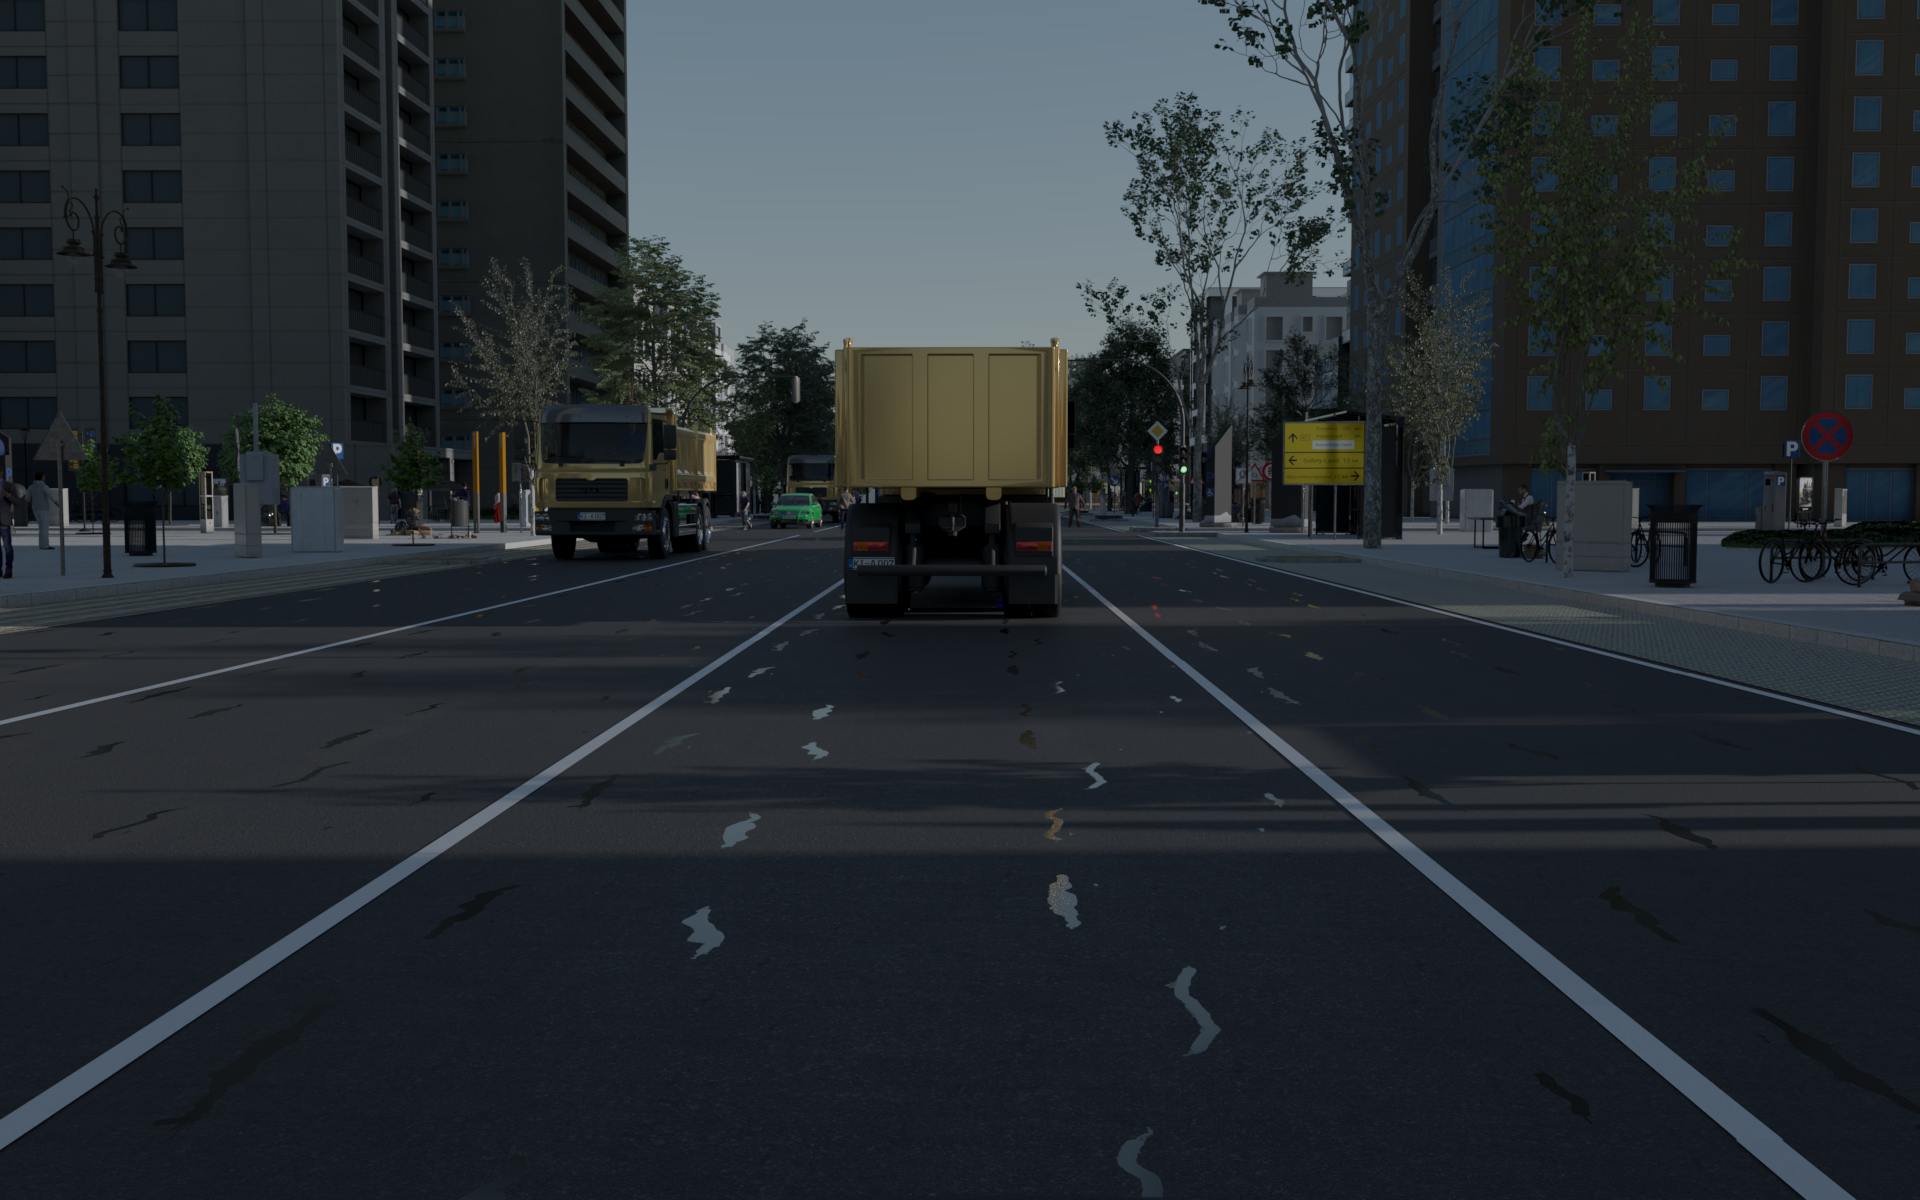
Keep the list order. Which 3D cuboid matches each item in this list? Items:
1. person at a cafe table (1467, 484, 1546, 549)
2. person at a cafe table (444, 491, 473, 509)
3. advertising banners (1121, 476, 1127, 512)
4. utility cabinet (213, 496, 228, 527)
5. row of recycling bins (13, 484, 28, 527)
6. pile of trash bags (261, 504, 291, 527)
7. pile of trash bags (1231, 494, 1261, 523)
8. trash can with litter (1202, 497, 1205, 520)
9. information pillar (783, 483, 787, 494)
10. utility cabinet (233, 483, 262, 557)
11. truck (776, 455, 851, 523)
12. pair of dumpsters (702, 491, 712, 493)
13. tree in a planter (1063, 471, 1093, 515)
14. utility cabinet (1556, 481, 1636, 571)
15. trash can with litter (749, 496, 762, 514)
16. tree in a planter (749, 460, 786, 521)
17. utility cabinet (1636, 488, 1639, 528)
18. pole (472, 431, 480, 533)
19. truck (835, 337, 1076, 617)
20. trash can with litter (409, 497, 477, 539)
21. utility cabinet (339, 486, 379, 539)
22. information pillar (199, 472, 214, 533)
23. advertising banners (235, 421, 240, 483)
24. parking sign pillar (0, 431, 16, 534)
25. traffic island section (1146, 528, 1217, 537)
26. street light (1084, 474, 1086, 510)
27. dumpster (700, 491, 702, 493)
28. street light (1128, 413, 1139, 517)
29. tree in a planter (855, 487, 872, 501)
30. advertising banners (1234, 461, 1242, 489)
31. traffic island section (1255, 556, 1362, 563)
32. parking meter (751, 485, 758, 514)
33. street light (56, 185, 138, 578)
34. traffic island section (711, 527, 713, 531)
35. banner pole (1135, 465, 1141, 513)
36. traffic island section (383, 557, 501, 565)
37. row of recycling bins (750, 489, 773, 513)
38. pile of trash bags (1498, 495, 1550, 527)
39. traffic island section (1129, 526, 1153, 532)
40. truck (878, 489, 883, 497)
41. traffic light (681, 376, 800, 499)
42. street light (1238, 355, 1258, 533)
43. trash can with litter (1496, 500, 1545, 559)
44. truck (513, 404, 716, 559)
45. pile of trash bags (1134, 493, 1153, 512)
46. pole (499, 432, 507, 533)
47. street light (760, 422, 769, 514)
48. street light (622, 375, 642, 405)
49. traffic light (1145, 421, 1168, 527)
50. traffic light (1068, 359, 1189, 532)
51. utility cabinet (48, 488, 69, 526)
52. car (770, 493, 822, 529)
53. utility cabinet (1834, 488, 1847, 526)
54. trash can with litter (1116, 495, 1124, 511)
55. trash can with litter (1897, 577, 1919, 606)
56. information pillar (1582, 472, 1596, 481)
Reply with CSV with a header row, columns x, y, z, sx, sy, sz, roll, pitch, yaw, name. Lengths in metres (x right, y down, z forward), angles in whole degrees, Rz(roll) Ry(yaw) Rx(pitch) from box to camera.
x,y,z,sx,sy,sz,roll,pitch,yaw,name
12.946,-1.978,40.863,1.622,1.524,1.698,0,4,6,person at a cafe table
-25.832,-4.957,89.568,1.622,1.524,1.698,-1,4,-10,person at a cafe table
11.496,-7.592,120.314,0.090,3.025,2.074,-1,4,-9,advertising banners
-28.761,-3.423,67.120,1.020,1.237,0.306,3,4,39,utility cabinet
-38.521,-3.748,68.385,3.534,1.692,1.069,0,4,6,row of recycling bins
-26.258,-3.617,68.885,3.447,1.369,1.912,0,4,0,pile of trash bags
12.514,-4.215,78.670,1.912,1.369,3.447,-1,4,-8,pile of trash bags
11.637,-4.432,83.853,0.624,1.170,1.055,1,4,9,trash can with litter
-11.706,-6.819,115.990,0.304,2.012,0.304,0,4,4,information pillar
-14.439,-1.617,35.125,0.318,1.500,1.173,-2,4,-33,utility cabinet
-7.200,-5.664,88.529,3.469,3.379,9.791,0,4,1,truck
-16.585,-6.639,111.034,1.574,2.255,4.437,0,4,1,pair of dumpsters
8.036,-7.393,118.100,1.991,3.239,1.994,0,4,0,tree in a planter
10.552,-1.232,28.828,0.318,1.500,1.173,-3,5,-43,utility cabinet
-13.460,-6.193,112.650,1.055,1.170,0.624,-2,4,-26,trash can with litter
-10.133,-5.757,91.344,1.991,3.239,1.994,0,4,0,tree in a planter
25.272,-3.495,65.819,0.318,1.500,1.173,-1,4,-16,utility cabinet
-15.768,-3.827,56.420,0.158,3.312,0.155,0,3,0,pole
0.012,-1.703,23.762,3.469,3.379,9.791,0,4,1,truck
-14.845,-2.379,49.950,2.233,1.210,1.678,-2,4,-35,trash can with litter
-17.019,-2.455,48.825,1.173,1.500,0.318,1,4,12,utility cabinet
-24.631,-3.187,56.605,0.304,2.012,0.304,2,4,29,information pillar
-17.014,-2.750,41.154,0.090,3.025,2.074,-2,4,-30,advertising banners
-31.395,-4.129,55.980,1.447,3.967,1.447,0,4,-2,parking sign pillar
7.517,-2.222,58.604,2.009,0.180,2.903,0,4,0,traffic island section
10.219,-10.304,141.250,0.468,5.910,1.993,0,4,0,street light
-14.685,-5.403,94.097,1.264,1.857,1.865,0,4,1,dumpster
9.887,-7.712,98.873,0.468,5.910,1.993,0,4,0,street light
-9.477,-10.475,168.496,1.991,3.239,1.994,0,4,0,tree in a planter
14.212,-5.864,92.057,2.074,3.025,0.090,-3,4,-36,advertising banners
7.322,-0.851,36.778,1.991,0.108,1.994,0,4,0,traffic island section
-13.065,-6.393,110.229,0.255,1.863,0.399,-3,5,-42,parking meter
-13.055,-3.276,26.351,0.468,5.910,1.993,0,4,0,street light
-10.675,-2.720,66.750,2.009,0.180,2.903,0,4,0,traffic island section
12.067,-7.792,117.418,0.401,3.779,0.863,2,4,32,banner pole
-10.619,-0.794,35.842,1.991,0.108,1.994,0,4,0,traffic island section
-14.313,-6.664,116.077,3.534,1.692,1.069,0,4,2,row of recycling bins
21.893,-3.638,69.234,3.447,1.369,1.912,3,4,38,pile of trash bags
7.586,-2.710,66.589,2.009,0.180,2.903,0,4,0,traffic island section
-6.588,-11.164,172.297,2.967,4.110,18.799,0,4,1,truck
-8.542,-5.625,66.632,4.771,5.953,1.251,0,4,0,traffic light
9.543,-5.182,57.518,0.468,5.910,1.993,0,4,0,street light
11.275,-1.426,34.696,0.624,1.170,1.055,-3,5,-40,trash can with litter
-7.680,-2.716,40.328,3.469,3.379,9.791,0,4,1,truck
13.005,-7.083,125.558,1.912,1.369,3.447,0,4,7,pile of trash bags
-15.144,-3.885,57.364,0.158,3.312,0.155,0,3,0,pole
-12.266,-8.331,108.997,0.468,5.910,1.993,0,4,0,street light
-12.658,-5.763,67.005,0.468,5.910,1.993,0,4,0,street light
7.546,-4.743,66.475,0.839,4.253,0.868,0,4,0,traffic light
5.385,-5.119,58.367,4.771,5.953,1.251,0,4,0,traffic light
-35.528,-3.630,68.035,1.173,1.500,0.318,2,4,30,utility cabinet
-6.901,-3.929,73.034,1.959,1.807,4.718,0,4,2,car
34.552,-3.624,67.937,0.318,1.500,1.173,2,4,34,utility cabinet
12.153,-7.233,129.325,1.678,1.210,2.233,-1,4,-13,trash can with litter
11.373,-0.518,19.864,1.055,1.170,0.624,-1,4,-18,trash can with litter
20.940,-3.256,57.728,0.304,2.012,0.304,-2,4,-34,information pillar
